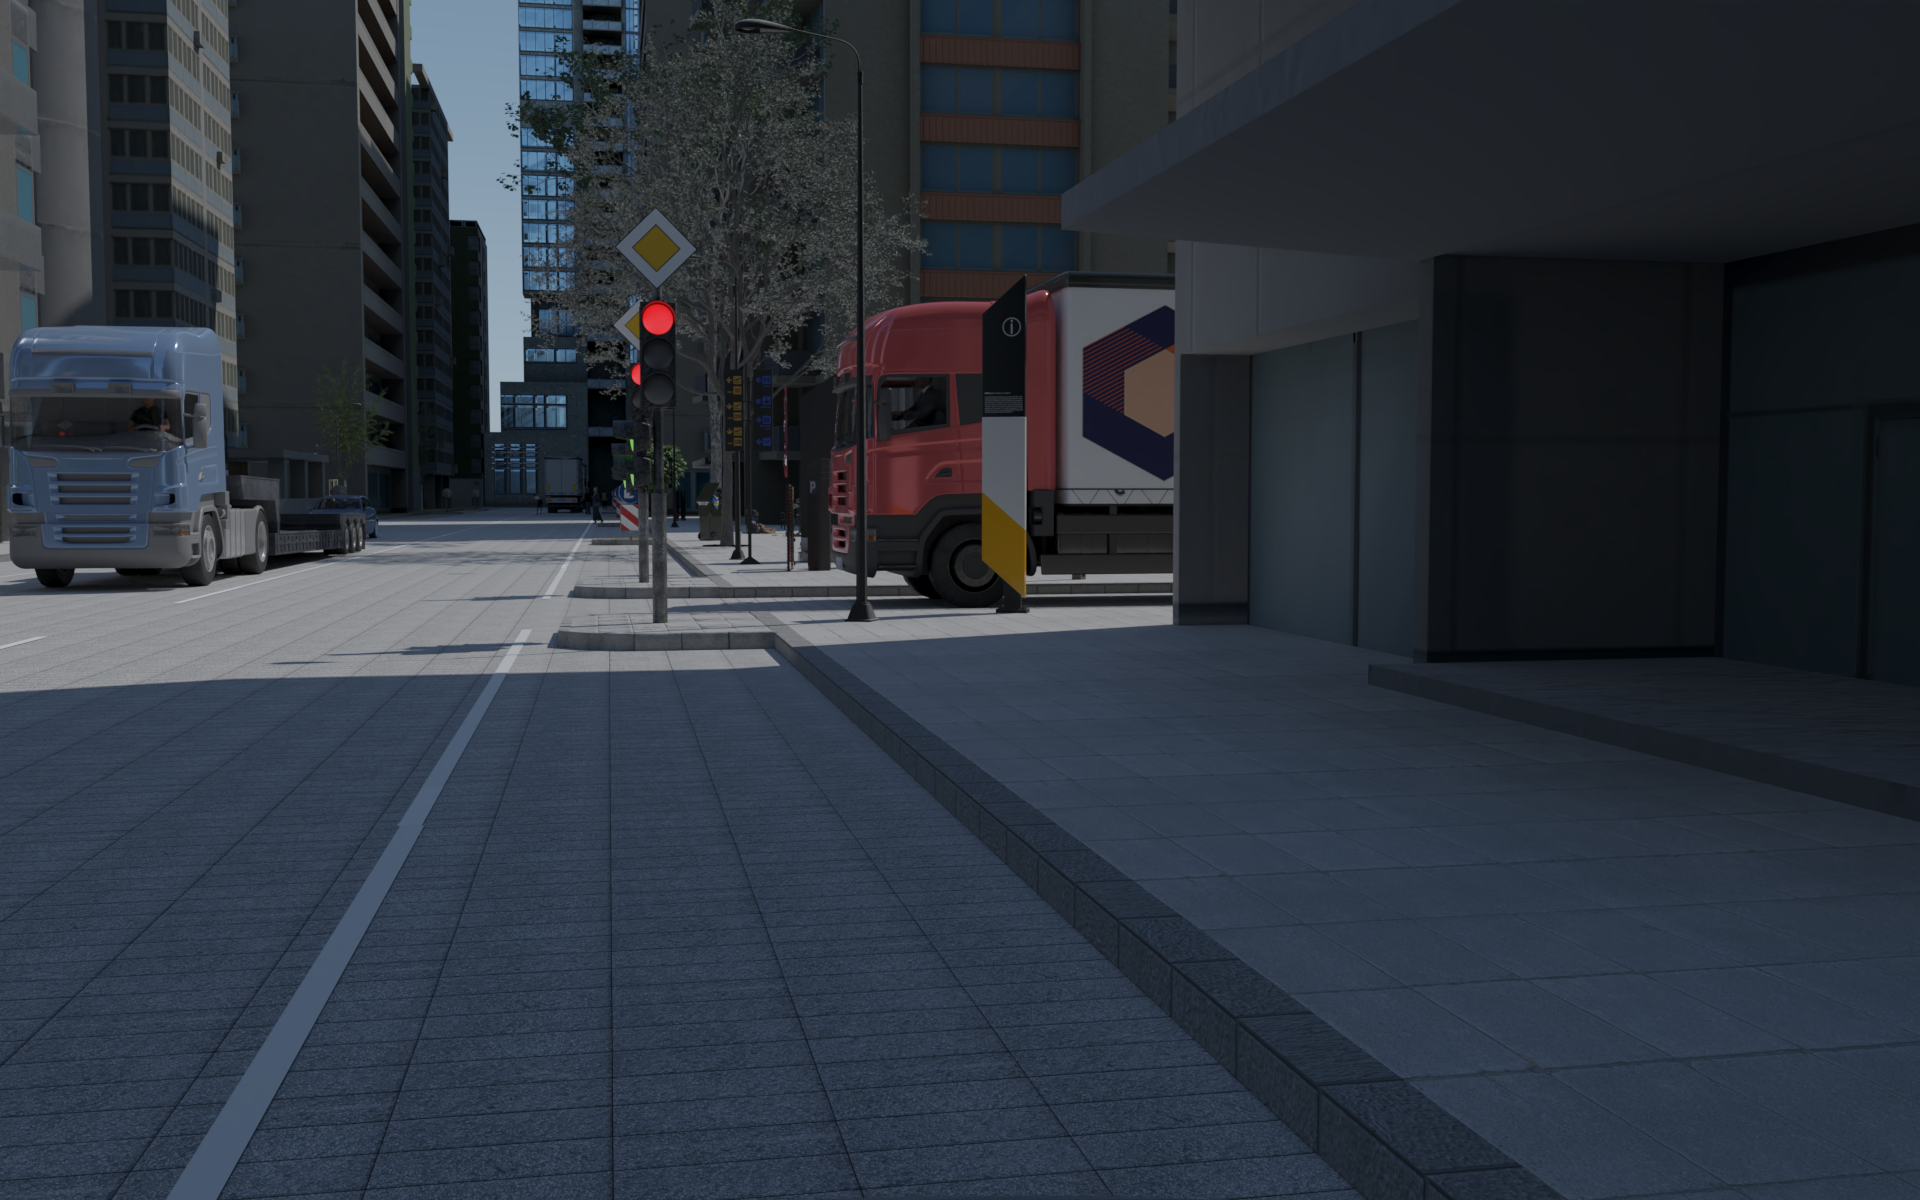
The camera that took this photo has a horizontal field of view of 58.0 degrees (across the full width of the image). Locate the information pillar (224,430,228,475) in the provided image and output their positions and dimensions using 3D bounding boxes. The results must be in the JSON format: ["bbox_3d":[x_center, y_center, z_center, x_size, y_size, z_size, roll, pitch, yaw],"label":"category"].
[{"bbox_3d":[-25.370,-4.185,59.782,0.183,3.616,0.504,0,4,-6],"label":"information pillar"}]

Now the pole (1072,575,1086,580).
[{"bbox_3d":[1.786,-1.961,25.907,0.158,3.312,0.155,0,3,0],"label":"pole"}]

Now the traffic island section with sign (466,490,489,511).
[{"bbox_3d":[-41.792,-8.622,149.595,1.989,1.847,2.006,-1,4,-11],"label":"traffic island section with sign"}]

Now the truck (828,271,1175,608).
[{"bbox_3d":[3.266,-2.112,23.443,11.283,4.237,2.839,-1,4,-13],"label":"truck"}]

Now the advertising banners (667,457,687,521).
[{"bbox_3d":[-13.545,-5.298,82.808,0.090,3.025,2.074,1,4,15],"label":"advertising banners"}]

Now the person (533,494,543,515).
[{"bbox_3d":[-29.422,-6.665,120.661,0.799,1.438,0.628,0,4,3],"label":"person"}]

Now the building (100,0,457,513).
[{"bbox_3d":[-57.452,-28.181,152.633,23.993,40.220,32.217,-1,4,-11],"label":"building"}]

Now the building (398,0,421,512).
[{"bbox_3d":[-46.624,-26.856,122.697,14.154,41.232,14.086,-1,4,-11],"label":"building"}]

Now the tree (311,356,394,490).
[{"bbox_3d":[-33.094,-8.761,93.600,4.737,8.622,4.395,0,3,0],"label":"tree"}]

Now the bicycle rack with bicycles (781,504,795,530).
[{"bbox_3d":[-5.475,-3.061,63.434,2.852,0.926,2.925,-1,4,-8],"label":"bicycle rack with bicycles"}]

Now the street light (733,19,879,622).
[{"bbox_3d":[-1.524,-2.733,17.226,1.470,5.913,1.316,-1,4,-11],"label":"street light"}]

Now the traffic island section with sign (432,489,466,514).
[{"bbox_3d":[-36.435,-7.006,123.175,1.989,1.847,2.006,-1,4,-11],"label":"traffic island section with sign"}]

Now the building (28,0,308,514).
[{"bbox_3d":[-42.985,-23.004,67.993,32.217,40.220,23.993,-1,4,-11],"label":"building"}]

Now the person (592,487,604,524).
[{"bbox_3d":[-17.537,-4.568,83.613,0.576,1.772,0.534,2,4,35],"label":"person"}]

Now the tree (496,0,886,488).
[{"bbox_3d":[-8.931,-12.327,57.434,12.611,20.169,13.585,0,3,0],"label":"tree"}]

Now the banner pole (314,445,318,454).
[{"bbox_3d":[-32.629,-5.981,87.814,0.401,3.779,0.863,-1,4,-8],"label":"banner pole"}]

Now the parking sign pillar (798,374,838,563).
[{"bbox_3d":[-2.373,-2.721,32.956,1.447,3.967,1.447,0,4,0],"label":"parking sign pillar"}]

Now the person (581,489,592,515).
[{"bbox_3d":[-26.088,-6.913,121.543,0.705,1.822,1.348,3,4,37],"label":"person"}]

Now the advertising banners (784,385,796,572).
[{"bbox_3d":[-2.848,-1.997,28.837,0.090,3.025,2.074,0,4,-2],"label":"advertising banners"}]

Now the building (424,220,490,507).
[{"bbox_3d":[-57.346,-25.166,183.158,14.107,30.474,14.160,-1,4,-11],"label":"building"}]

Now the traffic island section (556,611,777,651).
[{"bbox_3d":[-2.965,0.307,17.262,2.009,0.180,2.903,-1,4,-11],"label":"traffic island section"}]

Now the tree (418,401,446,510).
[{"bbox_3d":[-42.524,-11.347,135.888,4.360,8.622,3.978,0,3,0],"label":"tree"}]

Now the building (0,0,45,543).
[{"bbox_3d":[-33.131,-25.335,33.844,23.786,49.044,30.456,-1,4,-11],"label":"building"}]

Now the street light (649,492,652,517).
[{"bbox_3d":[-11.489,-5.732,66.266,1.470,5.913,1.316,-1,4,-11],"label":"street light"}]

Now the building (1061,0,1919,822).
[{"bbox_3d":[15.379,-25.470,5.666,28.713,52.752,27.495,-1,4,-11],"label":"building"}]

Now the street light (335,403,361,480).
[{"bbox_3d":[-31.339,-7.104,88.696,1.470,5.913,1.316,-1,4,-11],"label":"street light"}]

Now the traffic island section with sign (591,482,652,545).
[{"bbox_3d":[-9.496,-2.492,49.374,1.989,1.847,2.006,-1,4,-11],"label":"traffic island section with sign"}]

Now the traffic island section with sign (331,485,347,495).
[{"bbox_3d":[-26.354,-3.969,73.521,1.989,1.847,2.006,-1,4,-11],"label":"traffic island section with sign"}]

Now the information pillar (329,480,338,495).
[{"bbox_3d":[-31.639,-5.077,87.502,0.304,2.012,0.304,1,4,22],"label":"information pillar"}]

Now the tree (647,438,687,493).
[{"bbox_3d":[-16.759,-6.865,95.954,4.285,4.588,4.351,0,3,0],"label":"tree"}]

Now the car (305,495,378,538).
[{"bbox_3d":[-19.642,-2.631,55.025,2.014,1.417,4.499,-1,4,-10],"label":"car"}]

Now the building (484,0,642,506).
[{"bbox_3d":[-36.208,-53.701,190.679,31.000,86.520,22.319,-1,4,-11],"label":"building"}]

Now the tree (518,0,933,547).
[{"bbox_3d":[-5.604,-8.056,42.091,12.009,13.543,11.850,0,3,0],"label":"tree"}]

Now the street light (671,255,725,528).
[{"bbox_3d":[-4.876,-3.736,33.623,1.470,5.913,1.316,-1,4,-11],"label":"street light"}]

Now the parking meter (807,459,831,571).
[{"bbox_3d":[-2.365,-1.425,29.013,0.255,1.863,0.399,-3,4,-38],"label":"parking meter"}]

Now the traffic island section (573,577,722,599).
[{"bbox_3d":[-4.554,-0.172,25.088,2.009,0.180,2.903,-1,4,-11],"label":"traffic island section"}]

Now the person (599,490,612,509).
[{"bbox_3d":[-31.996,-9.018,156.041,1.348,1.812,0.705,1,4,12],"label":"person"}]

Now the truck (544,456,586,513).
[{"bbox_3d":[-30.621,-8.899,134.407,2.839,4.237,11.283,-1,4,-10],"label":"truck"}]

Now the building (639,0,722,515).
[{"bbox_3d":[-10.472,-30.145,116.568,21.300,48.544,21.600,-1,4,-11],"label":"building"}]

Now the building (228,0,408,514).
[{"bbox_3d":[-45.882,-29.374,103.969,21.300,48.544,21.600,-1,4,-11],"label":"building"}]

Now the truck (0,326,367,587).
[{"bbox_3d":[-14.213,-2.684,33.637,2.967,4.110,18.799,-1,4,-11],"label":"truck"}]

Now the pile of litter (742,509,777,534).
[{"bbox_3d":[-6.528,-2.589,56.291,1.176,0.858,1.719,0,4,-3],"label":"pile of litter"}]

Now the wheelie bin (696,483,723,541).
[{"bbox_3d":[-6.838,-2.439,47.779,0.693,1.594,0.980,-3,5,-42],"label":"wheelie bin"}]

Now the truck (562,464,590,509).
[{"bbox_3d":[-36.727,-10.731,164.360,2.839,4.237,11.283,-1,4,-11],"label":"truck"}]

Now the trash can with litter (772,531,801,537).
[{"bbox_3d":[-4.735,-2.535,52.510,2.233,1.210,1.678,3,5,41],"label":"trash can with litter"}]

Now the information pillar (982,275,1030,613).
[{"bbox_3d":[0.491,-1.669,18.648,0.504,3.616,0.183,1,4,13],"label":"information pillar"}]

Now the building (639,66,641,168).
[{"bbox_3d":[-15.343,-36.628,140.868,21.231,58.520,28.212,-1,4,-11],"label":"building"}]

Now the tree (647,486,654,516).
[{"bbox_3d":[-18.182,-6.552,101.730,1.663,3.219,1.824,0,3,0],"label":"tree"}]

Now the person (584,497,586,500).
[{"bbox_3d":[-33.212,-8.910,154.180,0.705,1.824,1.348,-2,4,-29],"label":"person"}]

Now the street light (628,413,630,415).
[{"bbox_3d":[-18.198,-7.728,98.890,1.470,5.913,1.316,-1,4,-11],"label":"street light"}]

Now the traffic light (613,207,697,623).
[{"bbox_3d":[-3.006,-1.726,17.140,0.839,4.253,0.868,-1,4,-11],"label":"traffic light"}]

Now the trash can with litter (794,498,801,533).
[{"bbox_3d":[-5.015,-2.778,56.805,0.624,1.170,1.055,2,4,23],"label":"trash can with litter"}]

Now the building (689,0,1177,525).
[{"bbox_3d":[-1.138,-26.054,80.606,22.147,44.769,28.867,-1,4,-11],"label":"building"}]

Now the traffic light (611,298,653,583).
[{"bbox_3d":[-4.595,-2.205,24.966,0.839,4.253,0.868,-1,4,-11],"label":"traffic light"}]

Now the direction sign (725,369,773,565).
[{"bbox_3d":[-3.838,-2.418,31.538,0.876,3.537,0.379,0,4,6],"label":"direction sign"}]
